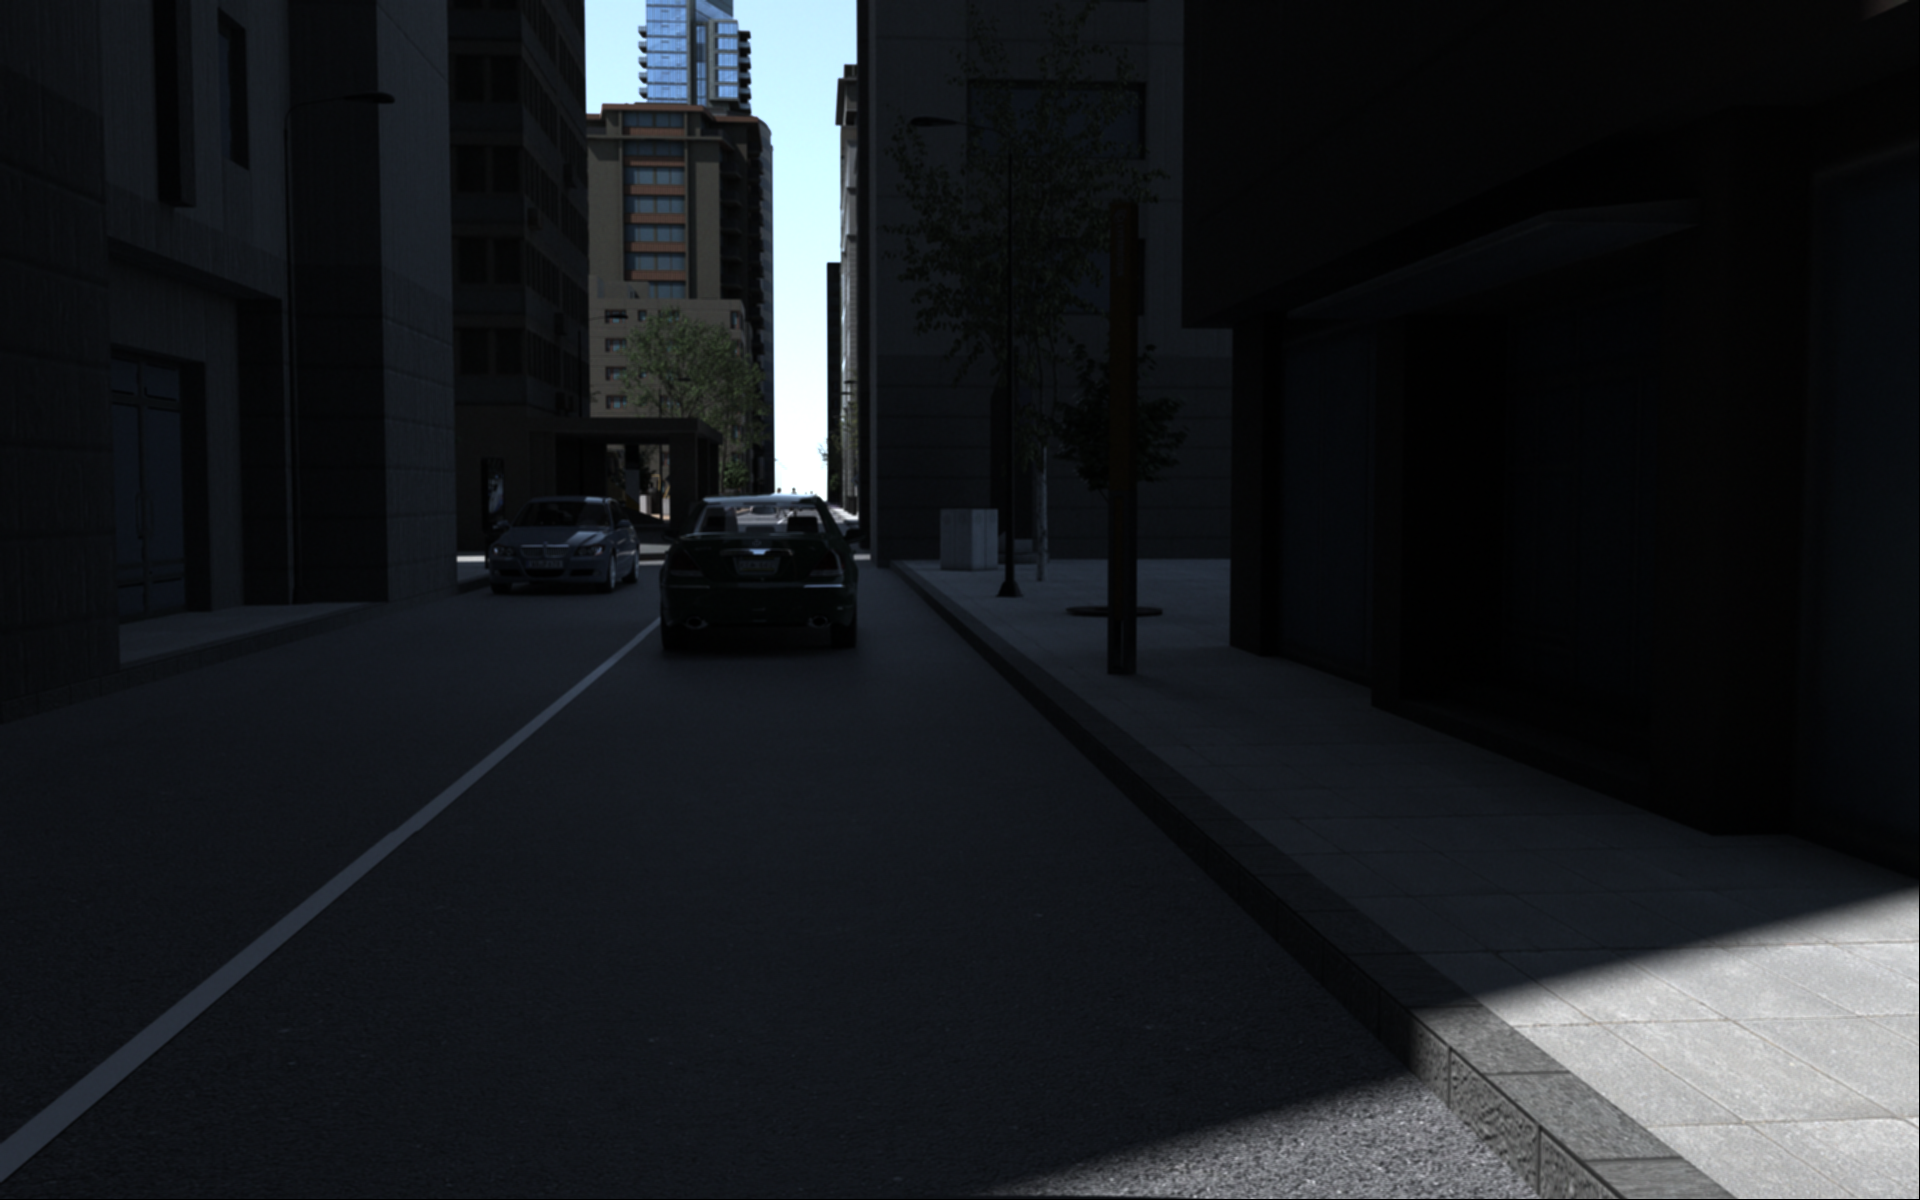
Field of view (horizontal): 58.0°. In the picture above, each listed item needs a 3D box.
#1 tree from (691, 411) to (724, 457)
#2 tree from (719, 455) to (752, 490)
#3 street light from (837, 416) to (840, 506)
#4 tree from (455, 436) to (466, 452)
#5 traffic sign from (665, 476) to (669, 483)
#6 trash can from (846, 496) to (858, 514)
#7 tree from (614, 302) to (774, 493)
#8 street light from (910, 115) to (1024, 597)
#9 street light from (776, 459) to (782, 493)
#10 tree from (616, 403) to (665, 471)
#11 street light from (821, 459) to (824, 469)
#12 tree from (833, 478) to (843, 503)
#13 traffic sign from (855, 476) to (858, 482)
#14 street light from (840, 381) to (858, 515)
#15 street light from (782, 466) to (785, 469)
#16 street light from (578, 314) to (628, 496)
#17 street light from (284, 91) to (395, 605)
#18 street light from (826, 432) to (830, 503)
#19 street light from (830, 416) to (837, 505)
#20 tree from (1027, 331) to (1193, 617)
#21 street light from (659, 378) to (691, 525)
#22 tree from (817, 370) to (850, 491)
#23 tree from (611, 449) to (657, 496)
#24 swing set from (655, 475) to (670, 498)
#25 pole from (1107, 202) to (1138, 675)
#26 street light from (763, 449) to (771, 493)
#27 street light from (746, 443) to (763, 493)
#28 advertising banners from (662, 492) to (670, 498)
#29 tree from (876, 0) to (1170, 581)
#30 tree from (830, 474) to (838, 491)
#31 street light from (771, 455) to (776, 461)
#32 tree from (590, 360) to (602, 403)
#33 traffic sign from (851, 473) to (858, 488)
[{"bbox_3d":[-22.407,-12.275,151.060,4.737,8.622,4.395,0,3,0],"label":"tree"},{"bbox_3d":[-19.044,-9.851,144.772,4.285,4.588,4.351,0,3,0],"label":"tree"},{"bbox_3d":[-4.728,-6.509,78.962,1.470,5.913,1.316,0,4,-5],"label":"street light"},{"bbox_3d":[-8.820,-2.009,27.450,1.663,3.219,1.824,0,3,0],"label":"tree"},{"bbox_3d":[-11.601,-4.090,70.507,0.795,2.450,0.064,0,4,-5],"label":"traffic sign"},{"bbox_3d":[-7.037,-6.197,112.966,0.748,1.137,0.748,0,3,0],"label":"trash can"},{"bbox_3d":[-15.172,-10.368,95.277,9.928,11.665,9.643,0,3,0],"label":"tree"},{"bbox_3d":[0.085,-2.992,21.463,1.470,5.913,1.316,0,4,-5],"label":"street light"},{"bbox_3d":[-25.549,-16.204,237.475,1.470,5.913,1.316,0,4,-5],"label":"street light"},{"bbox_3d":[-24.762,-11.322,135.478,4.360,8.622,3.978,0,3,0],"label":"tree"},{"bbox_3d":[-15.406,-14.251,205.549,1.470,5.913,1.316,0,4,-5],"label":"street light"},{"bbox_3d":[-17.157,-15.518,248.313,1.663,3.219,1.824,0,3,0],"label":"tree"},{"bbox_3d":[-3.932,-4.128,71.131,0.795,2.450,0.064,0,4,-5],"label":"traffic sign"},{"bbox_3d":[-4.057,-6.026,71.071,1.470,5.913,1.316,0,4,-5],"label":"street light"},{"bbox_3d":[-27.633,-17.712,262.135,1.470,5.913,1.316,0,4,-5],"label":"street light"},{"bbox_3d":[-9.256,-4.417,44.766,1.470,5.913,1.316,0,4,-5],"label":"street light"},{"bbox_3d":[-7.221,-2.909,20.102,1.470,5.913,1.316,0,4,-5],"label":"street light"},{"bbox_3d":[-9.062,-9.585,129.254,1.470,5.913,1.316,0,4,-5],"label":"street light"},{"bbox_3d":[-6.878,-8.017,103.616,1.470,5.913,1.316,0,4,-5],"label":"street light"},{"bbox_3d":[1.690,-1.451,18.324,1.663,3.219,1.824,0,3,0],"label":"tree"},{"bbox_3d":[-11.449,-5.925,69.417,1.470,5.913,1.316,0,4,-5],"label":"street light"},{"bbox_3d":[-4.848,-8.910,96.047,4.737,8.622,4.395,0,3,0],"label":"tree"},{"bbox_3d":[-12.256,-4.361,65.907,1.663,3.219,1.824,0,3,0],"label":"tree"},{"bbox_3d":[-20.355,-7.832,125.675,2.862,2.851,3.119,-1,4,-16],"label":"swing set"},{"bbox_3d":[1.155,-1.126,12.261,0.158,3.312,0.155,0,3,0],"label":"pole"},{"bbox_3d":[-20.676,-12.665,179.607,1.470,5.913,1.316,0,4,-5],"label":"street light"},{"bbox_3d":[-18.548,-11.134,154.582,1.470,5.913,1.316,0,4,-5],"label":"street light"},{"bbox_3d":[-23.091,-8.707,138.540,2.074,3.025,0.090,0,4,1],"label":"advertising banners"},{"bbox_3d":[0.972,-4.583,25.297,4.737,8.622,4.395,0,3,0],"label":"tree"},{"bbox_3d":[-16.872,-15.893,243.556,4.285,4.588,4.351,0,3,0],"label":"tree"},{"bbox_3d":[-22.724,-14.173,204.269,1.470,5.913,1.316,0,4,-5],"label":"street light"},{"bbox_3d":[-18.810,-7.953,80.396,4.360,8.622,3.978,0,3,0],"label":"tree"},{"bbox_3d":[-4.604,-4.614,79.088,0.795,2.450,0.064,0,4,-5],"label":"traffic sign"}]
